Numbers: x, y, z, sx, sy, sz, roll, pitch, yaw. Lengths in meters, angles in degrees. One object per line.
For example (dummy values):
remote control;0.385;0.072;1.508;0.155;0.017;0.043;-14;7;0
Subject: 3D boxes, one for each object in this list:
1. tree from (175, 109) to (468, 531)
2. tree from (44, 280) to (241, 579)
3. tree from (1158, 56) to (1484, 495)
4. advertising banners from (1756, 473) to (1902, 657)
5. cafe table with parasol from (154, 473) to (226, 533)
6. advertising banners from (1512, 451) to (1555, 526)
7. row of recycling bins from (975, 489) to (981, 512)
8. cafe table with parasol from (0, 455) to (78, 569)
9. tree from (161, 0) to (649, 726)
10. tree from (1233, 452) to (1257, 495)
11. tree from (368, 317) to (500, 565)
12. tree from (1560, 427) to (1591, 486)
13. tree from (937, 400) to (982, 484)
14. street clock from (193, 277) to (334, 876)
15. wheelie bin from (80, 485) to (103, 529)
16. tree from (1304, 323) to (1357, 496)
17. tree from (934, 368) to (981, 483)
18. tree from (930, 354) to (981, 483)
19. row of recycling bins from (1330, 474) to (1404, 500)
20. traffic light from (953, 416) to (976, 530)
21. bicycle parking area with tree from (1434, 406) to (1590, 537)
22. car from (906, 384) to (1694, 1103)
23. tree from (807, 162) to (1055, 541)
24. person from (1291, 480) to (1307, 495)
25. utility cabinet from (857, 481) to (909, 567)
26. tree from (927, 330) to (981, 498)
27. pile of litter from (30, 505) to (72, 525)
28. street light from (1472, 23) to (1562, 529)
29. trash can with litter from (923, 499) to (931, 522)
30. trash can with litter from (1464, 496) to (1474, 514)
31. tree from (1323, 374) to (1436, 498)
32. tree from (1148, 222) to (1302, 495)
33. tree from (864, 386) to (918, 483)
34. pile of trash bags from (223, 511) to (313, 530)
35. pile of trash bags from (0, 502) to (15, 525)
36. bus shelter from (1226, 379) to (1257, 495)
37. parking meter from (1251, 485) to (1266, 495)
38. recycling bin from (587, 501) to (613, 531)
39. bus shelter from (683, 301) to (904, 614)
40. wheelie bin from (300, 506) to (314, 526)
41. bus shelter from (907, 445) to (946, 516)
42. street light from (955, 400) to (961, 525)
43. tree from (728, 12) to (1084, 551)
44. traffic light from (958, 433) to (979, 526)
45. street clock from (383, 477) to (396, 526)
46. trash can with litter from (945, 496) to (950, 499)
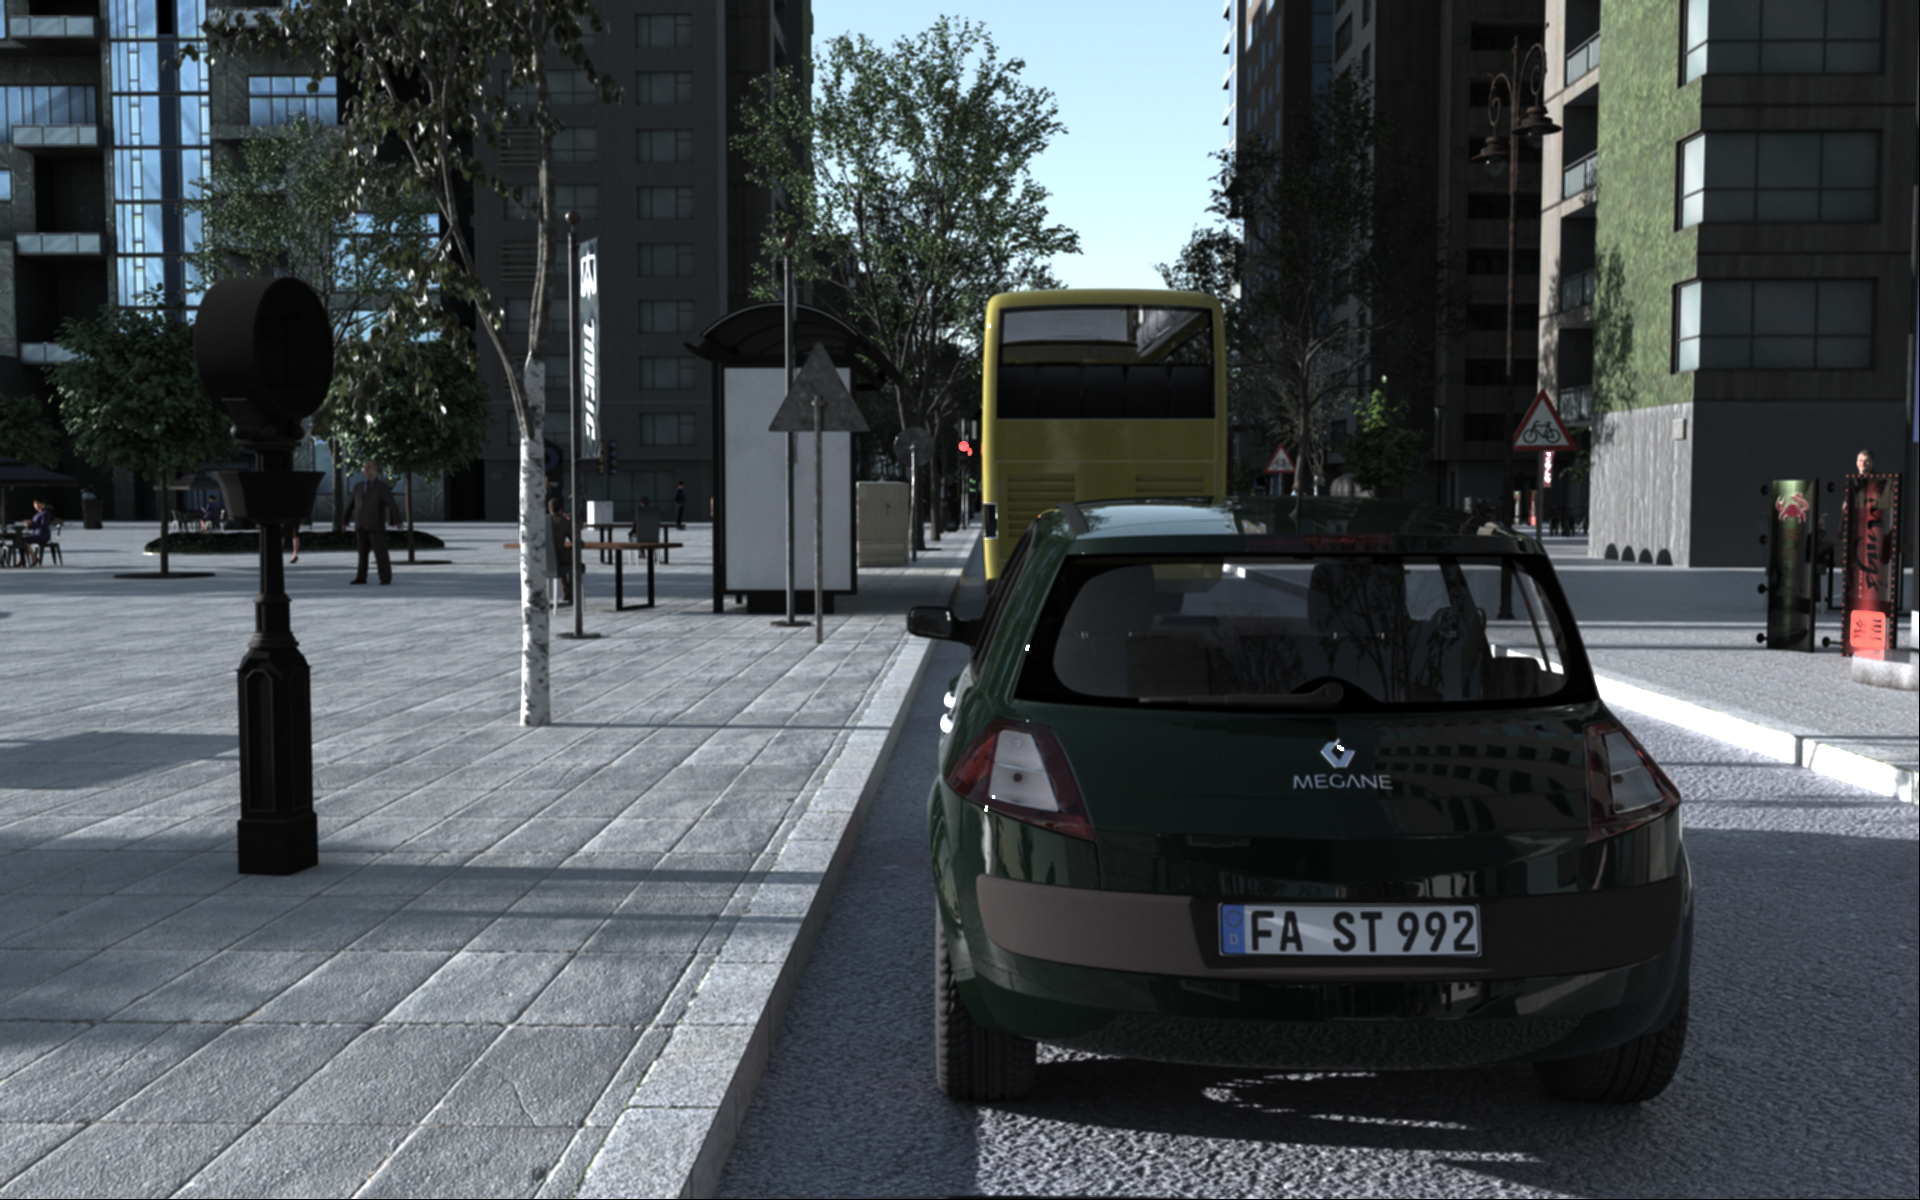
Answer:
tree;-17.686;-7.506;48.486;9.928;11.665;9.643;0;3;0
tree;-12.406;-2.632;26.753;4.285;4.588;4.351;0;3;0
tree;7.525;-6.267;36.884;7.601;10.594;8.767;1;4;15
advertising banners;7.063;-1.054;13.424;0.090;3.025;2.074;-1;4;-21
cafe table with parasol;-25.386;-3.229;57.659;2.610;1.966;2.610;0;4;-4
advertising banners;23.087;-4.506;69.858;0.090;3.025;2.074;-2;4;-34
row of recycling bins;0.983;-7.108;123.328;1.069;1.692;3.534;0;4;3
cafe table with parasol;-16.714;-1.550;30.214;2.610;1.966;2.610;1;4;11
tree;-2.597;-3.610;9.380;4.360;8.622;3.978;0;3;0
tree;12.623;-5.049;77.148;1.663;3.219;1.824;0;3;0
tree;-10.162;-2.948;31.916;4.285;4.588;4.351;0;3;0
tree;18.009;-5.922;47.186;4.737;8.622;4.395;0;3;0
tree;1.126;-14.682;157.056;9.611;12.733;9.660;0;3;0
street clock;-2.329;-0.079;5.861;0.358;2.002;0.471;1;4;11
wheelie bin;-31.540;-3.364;62.914;0.693;1.594;0.980;-2;4;-35
tree;14.878;-7.510;73.159;4.360;8.622;3.978;0;3;0
tree;0.322;-9.081;98.829;4.737;8.622;4.395;0;3;0
tree;0.285;-13.585;140.235;7.486;12.596;7.792;0;3;0
row of recycling bins;7.676;-1.584;33.006;1.069;1.692;3.534;0;4;3
traffic light;0.163;-4.466;61.944;0.839;4.253;0.868;0;4;1
bicycle parking area with tree;17.675;-4.151;54.868;9.016;4.147;8.231;-3;5;-44
car;0.809;0.263;5.487;2.009;1.686;4.222;0;4;1
tree;-0.538;-6.904;47.299;8.767;10.594;7.601;1;4;17
person;6.591;-1.554;33.671;0.429;1.552;0.499;2;4;35
utility cabinet;-1.427;-1.338;30.550;1.173;1.500;0.318;-3;5;-43
tree;-0.983;-7.761;77.252;4.360;8.622;3.978;0;3;0
pile of litter;-37.291;-3.487;70.984;1.719;0.858;1.176;-2;4;-26
street light;5.619;-2.744;17.652;0.468;5.910;1.993;0;4;1
trash can with litter;-1.592;-4.151;79.248;1.055;1.170;0.624;3;4;36
trash can with litter;20.903;-3.641;70.582;1.678;1.210;2.233;-1;4;-23
tree;6.785;-2.037;27.909;1.663;3.219;1.824;0;3;0
tree;7.023;-5.964;47.877;4.360;8.622;3.978;0;3;0
tree;-3.533;-9.538;106.302;4.737;8.622;4.395;0;3;0
pile of trash bags;-24.589;-3.190;61.910;3.447;1.369;1.912;1;4;15
pile of trash bags;-40.797;-3.775;71.477;1.912;1.369;3.447;0;4;5
bus shelter;8.025;-4.832;56.636;2.179;5.291;8.768;0;4;1
parking meter;8.823;-2.625;51.333;0.372;1.533;0.369;0;3;0
recycling bin;-12.737;-2.983;61.328;0.722;1.027;0.722;-2;4;-31
bus shelter;-1.829;-1.654;20.962;2.014;3.302;5.546;0;4;1
wheelie bin;-26.810;-3.846;70.782;0.693;1.594;0.980;1;4;22
bus shelter;-1.603;-5.783;85.837;1.731;3.624;6.357;0;4;1
street light;-0.032;-6.001;70.908;0.468;5.910;1.993;0;4;1
tree;-1.077;-6.919;38.889;9.928;11.665;9.643;0;3;0
traffic light;0.333;-4.955;69.927;0.839;4.253;0.868;0;4;1
street clock;-22.991;-3.992;69.842;0.358;2.002;0.471;3;4;38
trash can with litter;-0.031;-8.045;142.591;2.233;1.210;1.678;1;4;14
